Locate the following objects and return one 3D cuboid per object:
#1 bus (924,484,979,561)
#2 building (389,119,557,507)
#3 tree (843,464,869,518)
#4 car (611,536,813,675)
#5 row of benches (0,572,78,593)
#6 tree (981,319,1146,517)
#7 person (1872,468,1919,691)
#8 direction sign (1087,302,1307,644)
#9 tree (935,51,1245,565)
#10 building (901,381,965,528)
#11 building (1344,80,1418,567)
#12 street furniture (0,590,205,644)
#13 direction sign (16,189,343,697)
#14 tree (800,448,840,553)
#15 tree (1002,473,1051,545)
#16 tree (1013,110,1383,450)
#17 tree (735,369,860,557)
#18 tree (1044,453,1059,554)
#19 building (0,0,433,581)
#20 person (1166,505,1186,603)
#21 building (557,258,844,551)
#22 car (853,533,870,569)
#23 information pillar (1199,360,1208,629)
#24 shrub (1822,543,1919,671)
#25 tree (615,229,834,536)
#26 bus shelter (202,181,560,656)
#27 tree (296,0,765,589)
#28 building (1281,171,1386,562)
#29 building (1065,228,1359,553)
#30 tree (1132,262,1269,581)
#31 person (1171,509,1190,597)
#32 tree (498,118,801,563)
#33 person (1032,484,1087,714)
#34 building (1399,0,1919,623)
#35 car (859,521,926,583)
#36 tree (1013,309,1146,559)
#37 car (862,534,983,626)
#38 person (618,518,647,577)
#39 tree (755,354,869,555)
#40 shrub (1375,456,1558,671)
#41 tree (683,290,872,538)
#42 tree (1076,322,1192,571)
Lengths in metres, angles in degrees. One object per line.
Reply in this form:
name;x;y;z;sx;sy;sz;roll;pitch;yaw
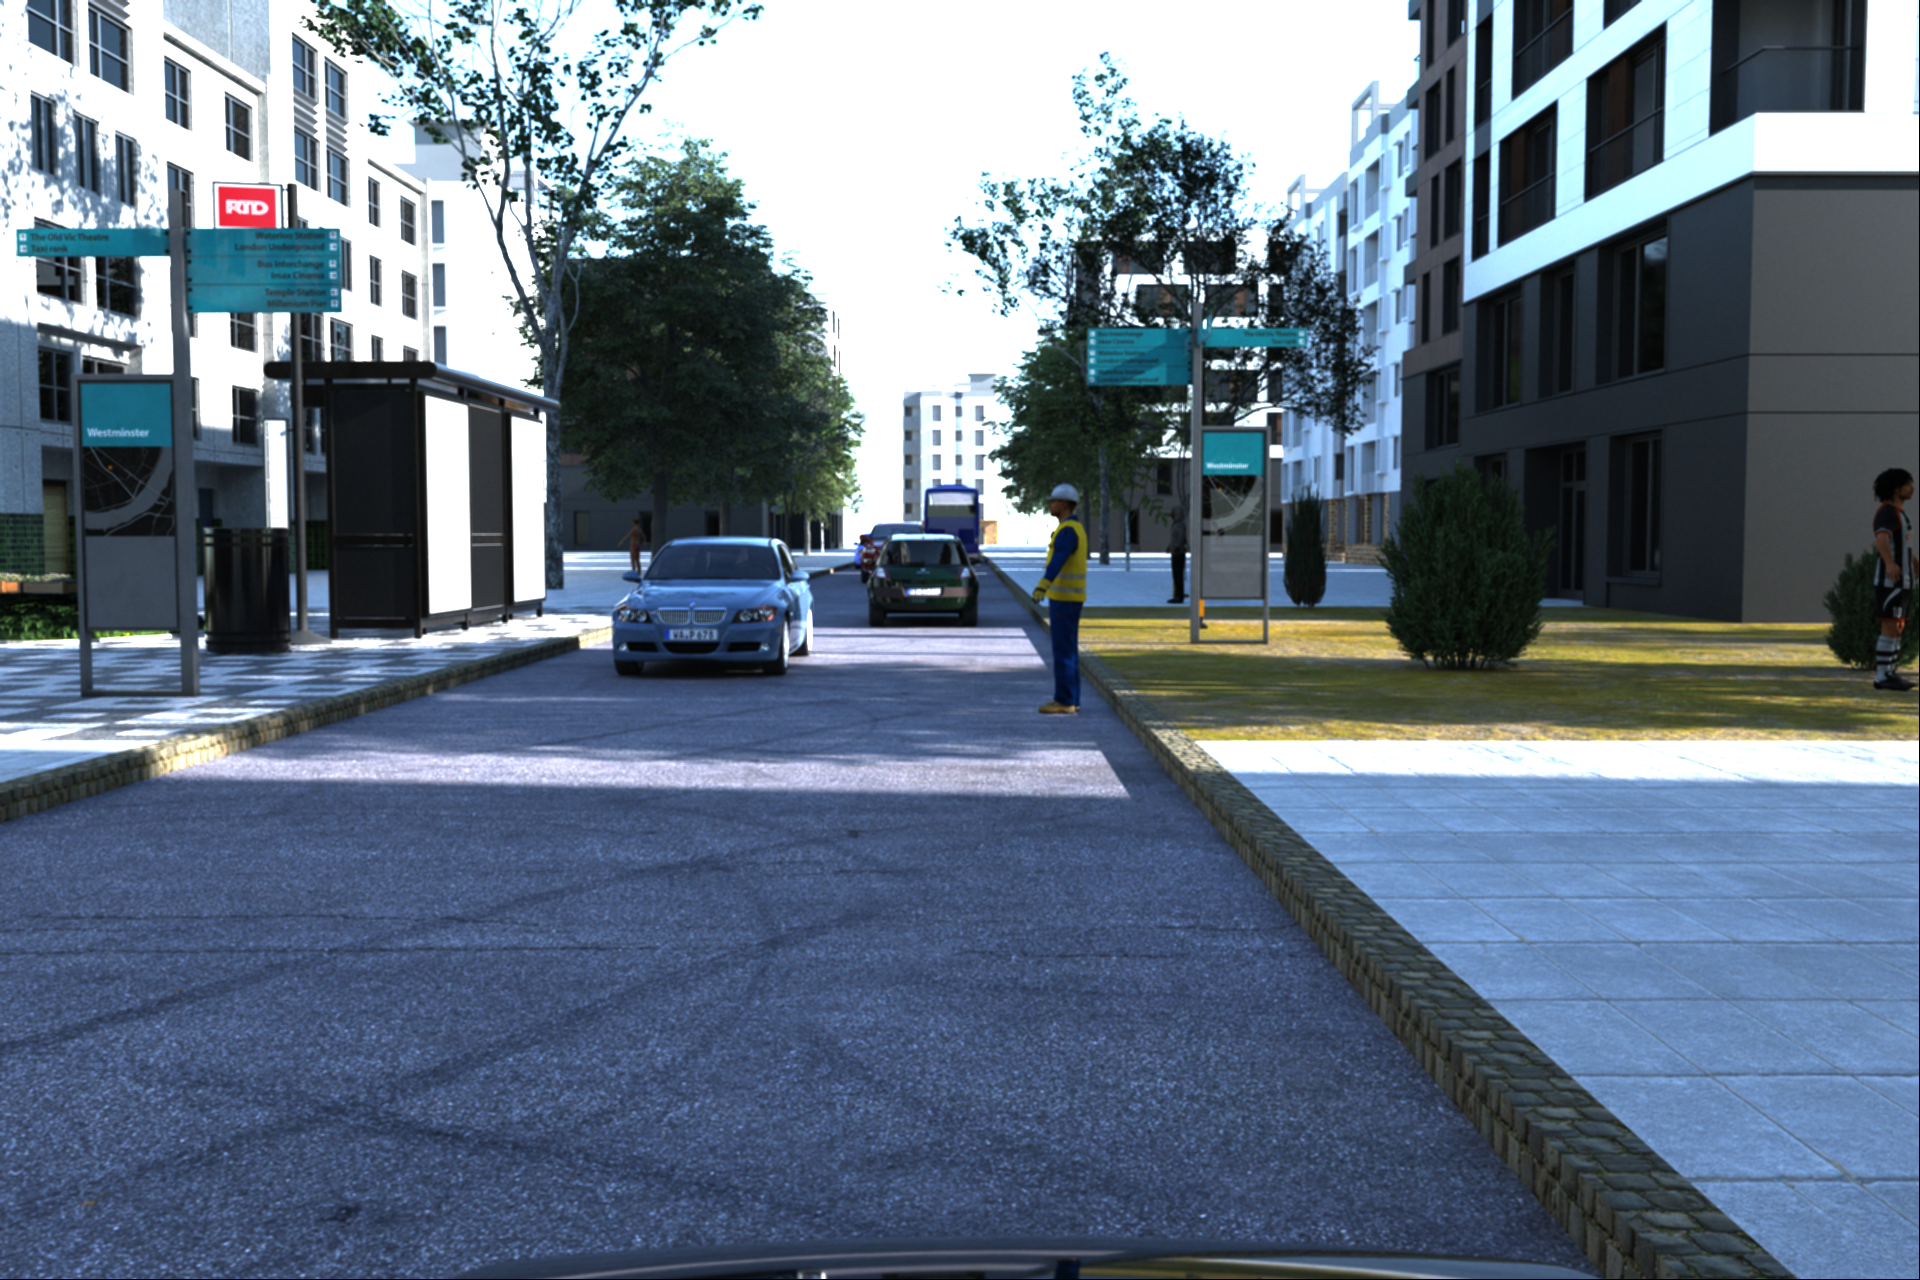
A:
bus;-0.412;-5.721;85.091;2.896;3.916;12.251;0;4;0
building;-26.616;-13.699;80.406;16.016;20.090;11.380;0;4;0
tree;-14.396;-16.727;207.890;7.601;10.594;8.767;0;4;-1
car;-2.626;-0.436;19.130;2.014;1.417;4.499;0;3;0
row of benches;-15.518;-0.757;27.843;4.104;0.672;1.422;2;4;26
tree;6.024;-11.816;99.849;9.857;13.997;8.962;0;3;0
person;7.747;-0.500;14.315;0.704;1.843;1.345;3;4;37
direction sign;2.729;-1.883;19.542;2.525;3.948;1.411;0;4;1
tree;5.158;-13.160;71.054;12.611;20.169;13.585;0;3;0
building;-6.649;-21.345;207.869;11.380;20.090;16.016;1;4;10
building;21.817;-13.286;73.653;16.016;20.090;11.380;0;4;0
street furniture;-13.188;-0.300;20.538;5.734;0.657;10.072;1;4;21
direction sign;-6.069;-1.551;14.117;2.525;3.948;1.411;0;4;1
tree;-9.061;-10.143;116.196;4.360;8.622;3.978;0;3;0
tree;8.421;-16.675;207.043;7.601;10.594;8.767;0;4;8
tree;5.647;-6.333;37.958;8.767;10.594;7.601;-2;4;-30
tree;-9.587;-10.488;97.235;9.928;11.665;9.643;0;3;0
tree;5.545;-9.899;112.207;4.360;8.622;3.978;0;3;0
building;-29.847;-11.500;54.477;16.747;18.905;31.486;0;4;0
person;4.012;-1.591;32.149;0.705;1.813;1.348;0;4;0
building;-24.950;-18.392;144.692;27.936;21.610;32.646;0;4;1
car;-3.452;-3.814;71.951;1.945;1.707;3.694;0;4;0
information pillar;3.254;-1.971;23.583;0.183;3.616;0.504;0;4;-1
shrub;8.640;-0.317;16.302;1.383;1.207;1.383;0;3;0
tree;-9.922;-10.120;72.111;9.857;13.997;8.962;0;3;0
bus shelter;-7.357;-2.743;22.479;2.179;5.291;8.768;0;4;1
tree;-10.867;-11.219;39.328;12.611;20.169;13.585;0;3;0
building;22.492;-14.415;92.110;16.016;20.090;11.380;0;4;0
building;21.799;-17.618;132.024;27.936;21.610;32.646;0;4;0
tree;5.923;-5.940;47.480;4.360;8.622;3.978;0;3;0
person;4.492;-1.782;35.276;0.704;1.812;1.346;0;4;-2
tree;-9.612;-9.076;55.054;9.857;13.997;8.962;0;3;0
person;0.813;-0.337;13.941;0.705;1.833;1.349;1;4;13
building;25.098;-12.020;40.501;27.936;21.610;32.646;0;4;0
car;-1.879;-2.679;52.479;2.281;1.827;5.304;0;4;0
tree;6.157;-10.374;87.740;7.486;12.596;7.792;0;3;0
car;-0.606;-1.133;28.310;2.009;1.686;4.222;0;4;-1
person;-9.138;-2.546;48.433;0.721;1.733;1.217;2;4;27
tree;-9.337;-11.563;107.182;7.486;12.596;7.792;0;3;0
shrub;4.785;-0.736;16.458;1.690;2.028;1.600;0;3;0
tree;-9.521;-10.755;86.217;12.009;13.543;11.850;0;3;0
tree;5.838;-6.666;59.345;4.737;8.622;4.395;0;3;0
